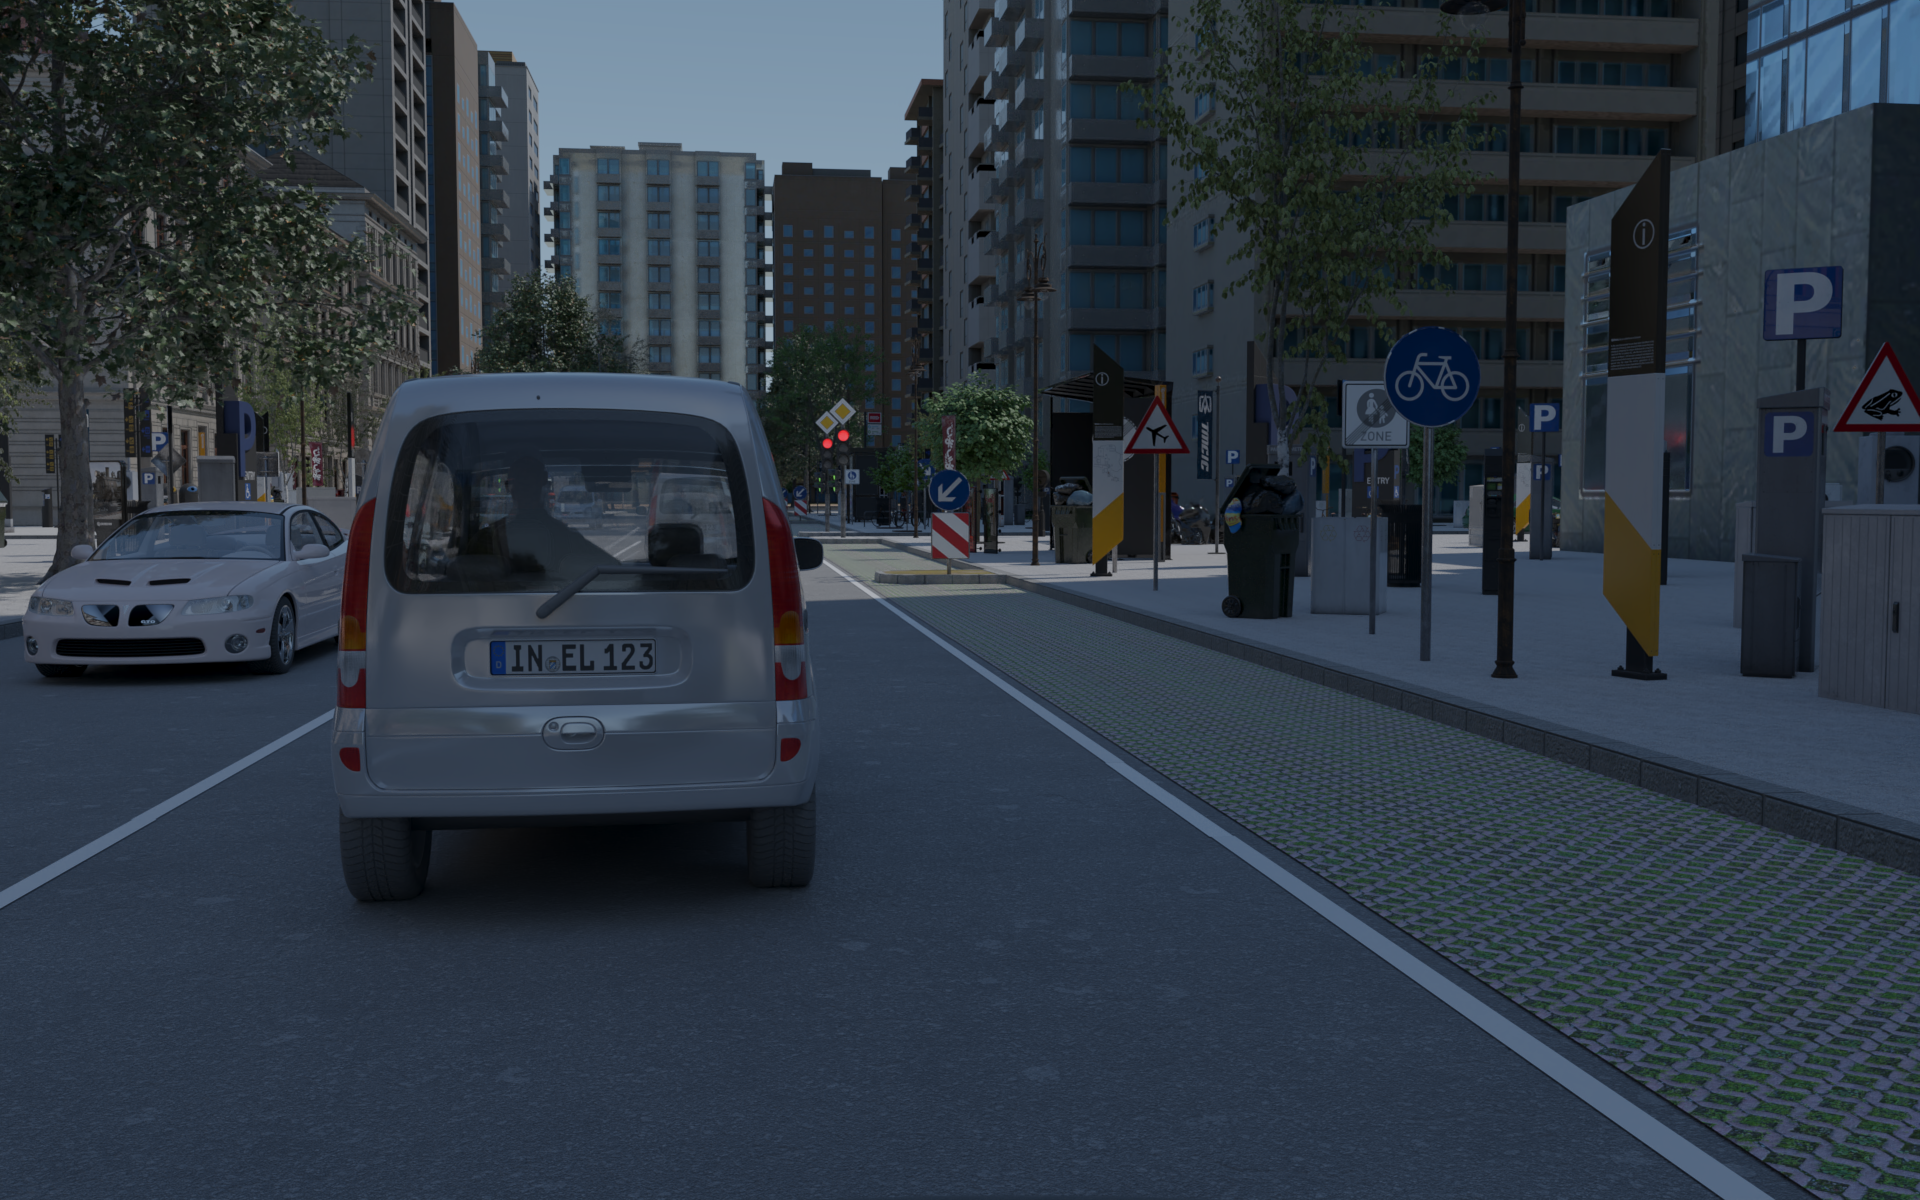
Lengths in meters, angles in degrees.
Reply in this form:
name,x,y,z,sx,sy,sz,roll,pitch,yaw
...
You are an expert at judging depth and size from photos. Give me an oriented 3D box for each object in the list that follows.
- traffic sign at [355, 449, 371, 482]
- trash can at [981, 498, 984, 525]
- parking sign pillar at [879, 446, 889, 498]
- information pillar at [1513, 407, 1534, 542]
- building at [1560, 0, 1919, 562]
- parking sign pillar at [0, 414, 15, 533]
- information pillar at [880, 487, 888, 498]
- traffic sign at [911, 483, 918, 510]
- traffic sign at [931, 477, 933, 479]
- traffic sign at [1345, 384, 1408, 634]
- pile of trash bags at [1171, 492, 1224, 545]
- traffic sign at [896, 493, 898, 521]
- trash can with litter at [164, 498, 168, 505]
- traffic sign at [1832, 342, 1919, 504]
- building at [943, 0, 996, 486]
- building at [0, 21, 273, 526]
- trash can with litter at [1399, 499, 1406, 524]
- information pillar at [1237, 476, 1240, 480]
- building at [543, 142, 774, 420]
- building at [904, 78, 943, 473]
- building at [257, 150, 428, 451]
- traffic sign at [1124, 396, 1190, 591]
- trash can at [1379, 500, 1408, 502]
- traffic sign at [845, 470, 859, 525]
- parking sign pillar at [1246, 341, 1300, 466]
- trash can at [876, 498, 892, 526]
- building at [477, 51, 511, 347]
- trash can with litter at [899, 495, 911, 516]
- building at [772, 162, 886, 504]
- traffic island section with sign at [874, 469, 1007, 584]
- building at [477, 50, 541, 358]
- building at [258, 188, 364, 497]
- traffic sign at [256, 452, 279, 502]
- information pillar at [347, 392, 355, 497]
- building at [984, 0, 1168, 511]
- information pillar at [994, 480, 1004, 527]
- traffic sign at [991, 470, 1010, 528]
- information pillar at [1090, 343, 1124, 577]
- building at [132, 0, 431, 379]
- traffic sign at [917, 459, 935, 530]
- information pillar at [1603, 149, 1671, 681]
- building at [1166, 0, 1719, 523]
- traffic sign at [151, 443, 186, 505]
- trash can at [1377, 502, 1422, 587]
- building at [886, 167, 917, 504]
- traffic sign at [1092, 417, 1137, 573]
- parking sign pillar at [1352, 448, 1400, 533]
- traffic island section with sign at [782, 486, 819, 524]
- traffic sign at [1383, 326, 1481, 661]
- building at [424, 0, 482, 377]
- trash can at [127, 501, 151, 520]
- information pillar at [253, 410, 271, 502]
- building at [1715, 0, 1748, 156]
name,x,y,z,sx,sy,sz,roll,pitch,yaw
traffic sign,-16.815,-2.982,48.865,0.768,2.556,0.104,0,4,-1
trash can,1.198,-3.539,69.514,0.748,1.137,0.748,0,3,0
parking sign pillar,-4.684,-6.693,97.904,1.447,3.967,1.447,-1,4,-18
information pillar,15.147,-3.372,46.487,0.183,3.616,0.504,-2,4,-32
building,26.734,-43.434,22.815,22.319,86.520,31.000,0,4,-8
parking sign pillar,-32.119,-4.206,57.237,1.447,3.967,1.447,-1,4,-20
information pillar,-3.836,-5.053,87.115,0.304,2.012,0.304,2,4,35
traffic sign,-2.189,-4.659,78.302,0.606,2.300,0.079,0,4,-2
traffic sign,-1.170,-5.023,84.263,0.606,2.300,0.079,0,4,-3
traffic sign,3.770,-0.835,15.778,0.606,2.300,0.079,0,4,-1
pile of trash bags,6.639,-2.150,44.909,3.447,1.369,1.912,-2,4,-32
traffic sign,-2.982,-5.014,82.088,0.768,2.556,0.104,0,4,0
trash can with litter,-25.944,-2.718,55.834,1.055,1.170,0.624,-2,4,-27
traffic sign,7.912,-0.911,14.899,0.884,2.594,0.081,0,4,-2
building,13.411,-34.581,154.646,28.713,52.752,27.495,0,4,-8
building,-39.477,-14.778,77.783,11.583,22.565,21.152,0,4,-8
trash can with litter,19.094,-3.861,74.509,1.055,1.170,0.624,3,5,44
information pillar,11.153,-3.970,69.393,0.304,2.012,0.304,2,4,34
building,-41.060,-37.857,238.564,30.456,49.044,23.786,0,4,-8
building,5.743,-32.314,182.961,22.147,44.769,28.867,0,4,-8
building,-43.447,-17.681,117.964,11.050,23.489,19.941,0,4,-8
traffic sign,2.599,-1.403,22.950,0.884,2.594,0.081,0,4,-4
trash can,10.891,-1.950,43.541,0.748,1.137,0.748,0,3,0
traffic sign,-4.510,-4.302,72.466,0.606,2.300,0.079,0,4,-1
parking sign pillar,5.606,-2.602,31.008,1.447,3.967,1.447,3,4,37
trash can,-3.101,-3.599,70.501,0.748,1.137,0.748,0,3,0
building,-62.032,-34.068,176.622,30.456,49.044,23.786,0,4,-8
trash can with litter,-3.085,-5.677,103.882,1.678,1.210,2.233,3,4,37
building,-18.321,-35.903,237.128,14.200,45.320,14.600,0,4,-8
traffic island section with sign,-0.371,-1.200,28.242,1.989,1.847,2.006,0,4,-8
building,-70.936,-42.237,232.568,28.212,58.520,21.231,0,4,-8
building,-40.961,-14.315,98.677,10.561,19.102,19.286,0,4,-8
traffic sign,-16.863,-2.446,42.126,0.606,2.300,0.079,0,4,0
information pillar,-14.067,-2.978,40.043,0.183,3.616,0.504,-1,4,-12
building,13.693,-30.047,110.879,23.786,49.044,30.456,0,4,-8
information pillar,1.516,-3.830,67.110,0.304,2.012,0.304,2,4,34
traffic sign,1.454,-4.022,65.765,0.884,2.594,0.081,0,4,-2
information pillar,2.284,-2.172,26.867,0.504,3.616,0.183,0,4,8
building,-51.374,-42.752,137.252,20.563,71.187,20.611,0,4,-8
traffic sign,-1.270,-3.822,62.594,0.768,2.556,0.104,0,4,-1
information pillar,4.710,-1.266,12.056,0.183,3.616,0.504,-1,4,-21
building,21.586,-28.231,85.279,21.600,48.544,21.300,0,4,-8
traffic sign,-17.996,-2.337,39.402,0.795,2.450,0.064,0,4,-3
trash can,6.150,-0.754,23.985,0.748,1.137,0.748,0,3,0
building,-4.178,-36.117,240.618,14.200,45.320,14.600,0,4,-8
traffic sign,2.524,-1.717,28.175,0.768,2.556,0.104,0,4,-4
parking sign pillar,12.123,-3.793,50.482,1.447,3.967,1.447,3,4,37
traffic island section with sign,-7.854,-4.592,83.712,1.989,1.847,2.006,0,4,-8
traffic sign,3.581,-0.804,13.251,0.768,2.556,0.104,0,4,-7
building,-51.120,-30.917,155.605,14.600,45.320,14.200,0,4,-8
trash can,-17.060,-1.470,35.683,0.748,1.137,0.748,0,3,0
information pillar,-19.574,-3.497,48.533,0.504,3.616,0.183,-2,4,-26
building,50.521,-39.728,87.802,20.611,71.187,20.563,0,4,-8
